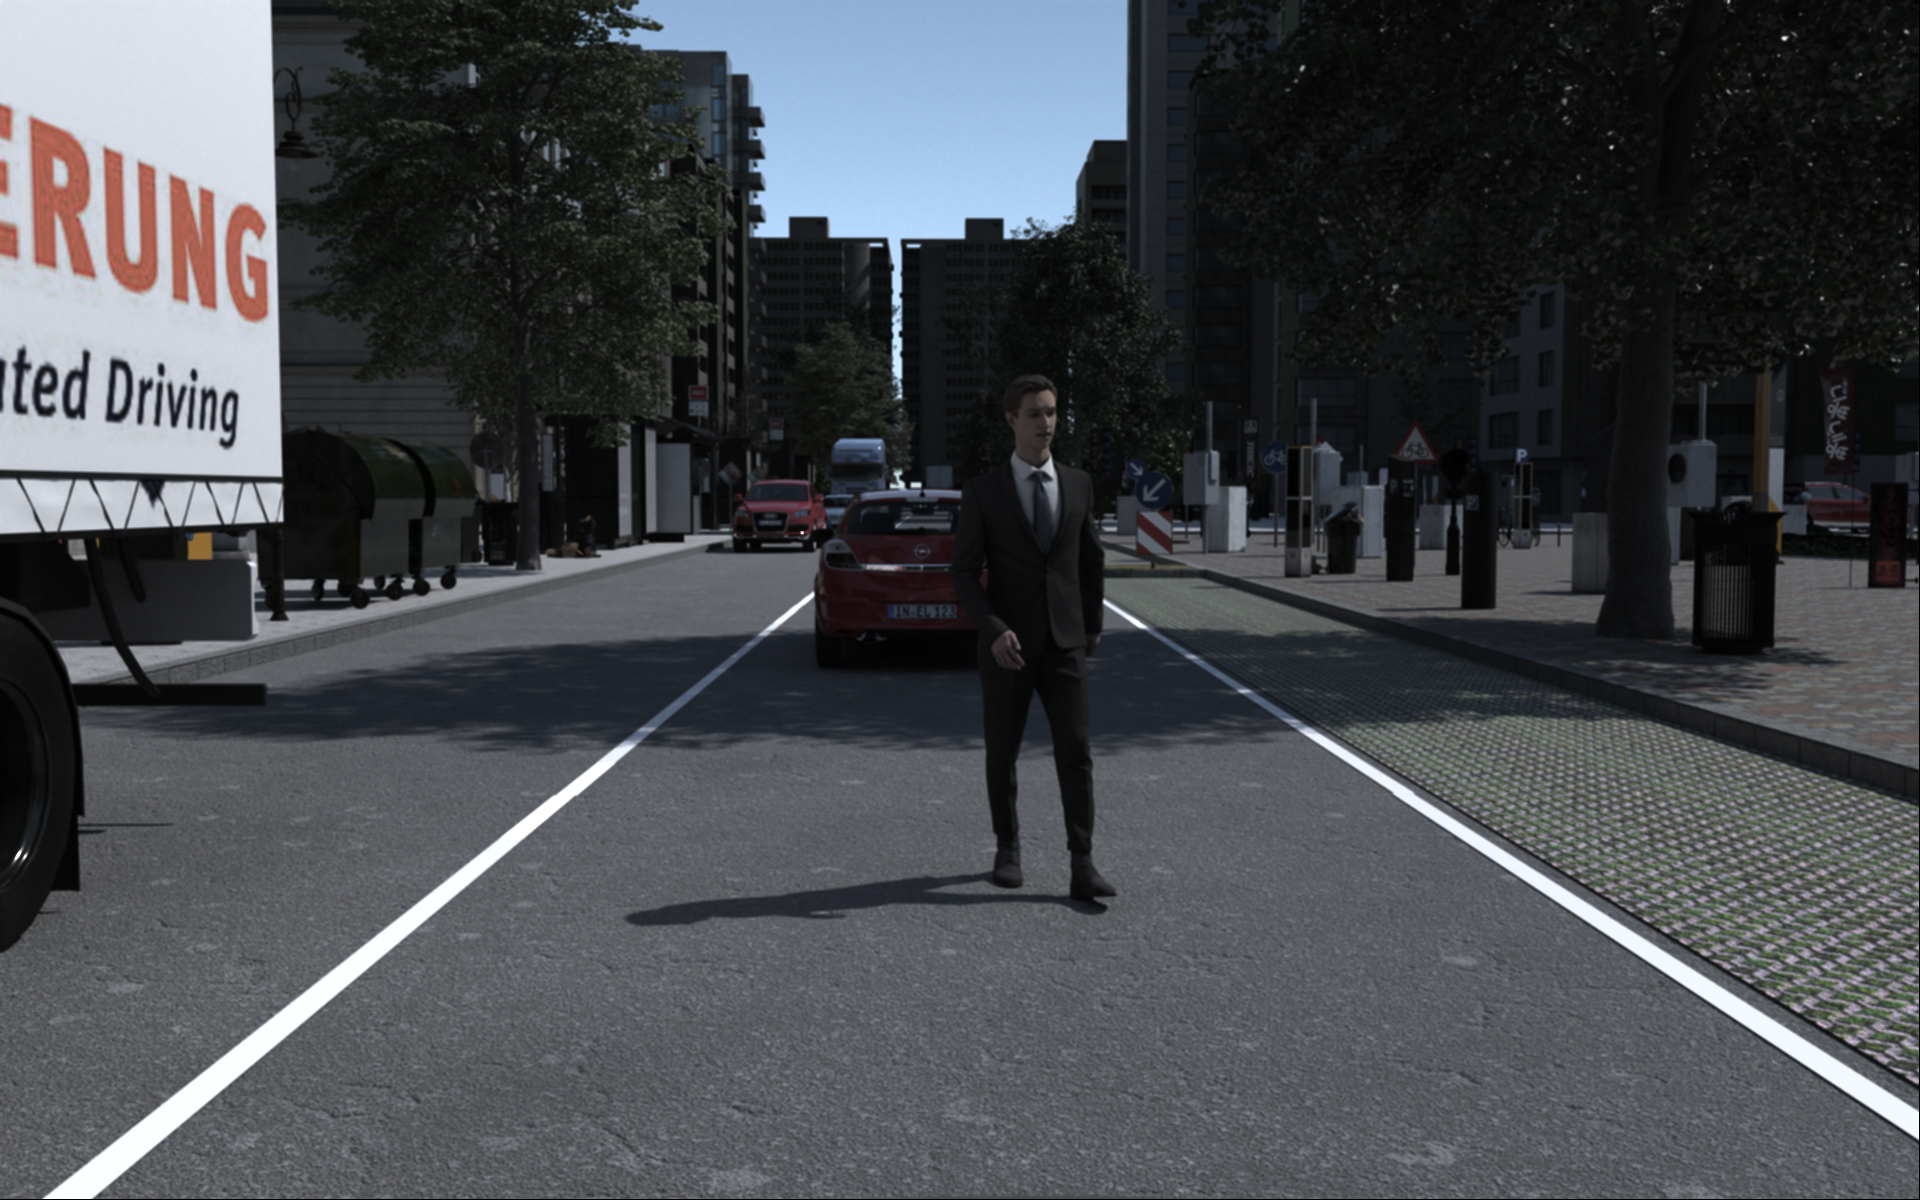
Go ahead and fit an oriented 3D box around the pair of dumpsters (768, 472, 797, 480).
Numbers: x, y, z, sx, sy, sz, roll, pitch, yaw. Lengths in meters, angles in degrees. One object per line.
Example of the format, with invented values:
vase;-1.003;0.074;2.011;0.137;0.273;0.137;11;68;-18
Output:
pair of dumpsters;-7.820;-4.517;76.340;1.574;2.255;4.437;0;4;-1

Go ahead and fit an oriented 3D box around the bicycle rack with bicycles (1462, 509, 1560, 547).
bicycle rack with bicycles;13.540;-1.802;42.844;2.852;0.926;2.925;0;4;-2

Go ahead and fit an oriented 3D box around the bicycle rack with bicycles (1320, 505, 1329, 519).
bicycle rack with bicycles;17.936;-4.461;86.321;2.925;0.926;2.852;-3;5;-43

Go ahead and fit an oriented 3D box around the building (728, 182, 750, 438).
building;-26.860;-23.548;156.713;14.160;30.474;14.107;0;4;-1

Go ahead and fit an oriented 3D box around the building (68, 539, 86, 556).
building;-26.813;-11.095;36.154;16.860;20.320;10.420;0;4;-1

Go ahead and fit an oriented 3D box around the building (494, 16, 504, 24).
building;-73.295;-48.941;238.434;20.611;71.187;20.563;0;4;-1

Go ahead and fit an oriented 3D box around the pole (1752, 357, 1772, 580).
pole;11.940;-1.955;25.811;0.158;3.312;0.155;0;3;0

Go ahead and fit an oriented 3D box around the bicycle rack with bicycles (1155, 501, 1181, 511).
bicycle rack with bicycles;12.779;-5.493;103.187;2.925;0.926;2.852;0;4;5

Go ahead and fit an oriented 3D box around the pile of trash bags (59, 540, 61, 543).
pile of trash bags;-11.773;-0.693;21.078;1.912;1.369;3.447;0;4;-6

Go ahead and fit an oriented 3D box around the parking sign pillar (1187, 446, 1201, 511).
parking sign pillar;12.458;-6.288;91.288;1.447;3.967;1.447;-1;4;-11

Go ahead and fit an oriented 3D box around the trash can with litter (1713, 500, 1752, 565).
trash can with litter;13.901;-1.220;31.328;0.624;1.170;1.055;0;4;-3

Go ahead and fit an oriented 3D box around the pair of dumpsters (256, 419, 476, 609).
pair of dumpsters;-7.260;-1.146;21.228;1.574;2.255;4.437;0;4;-1

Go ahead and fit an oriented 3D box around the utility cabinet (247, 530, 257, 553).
utility cabinet;-15.622;-1.605;37.400;0.306;1.237;1.020;3;5;44

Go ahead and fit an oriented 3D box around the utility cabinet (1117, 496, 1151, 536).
utility cabinet;5.345;-2.572;53.212;1.020;1.237;0.306;0;4;-2

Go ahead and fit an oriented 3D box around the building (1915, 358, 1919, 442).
building;60.933;-30.410;86.437;27.495;52.752;28.713;0;4;-1

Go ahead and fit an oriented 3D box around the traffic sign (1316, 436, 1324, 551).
traffic sign;8.015;-2.365;38.665;0.884;2.594;0.081;0;4;7

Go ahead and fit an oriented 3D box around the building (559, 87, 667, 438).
building;-26.374;-17.904;110.747;12.078;24.808;19.932;0;4;-1

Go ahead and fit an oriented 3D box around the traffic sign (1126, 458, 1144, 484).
traffic sign;6.280;-3.765;61.656;0.768;2.556;0.104;0;4;7

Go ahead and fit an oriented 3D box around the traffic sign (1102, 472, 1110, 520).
traffic sign;7.205;-5.323;87.133;0.768;2.556;0.104;0;4;8

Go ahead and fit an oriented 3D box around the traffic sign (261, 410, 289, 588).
traffic sign;-9.547;-1.442;23.682;0.768;2.556;0.104;0;4;5

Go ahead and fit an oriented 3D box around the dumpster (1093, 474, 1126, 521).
dumpster;7.155;-4.959;83.578;1.502;2.255;1.985;0;4;-1

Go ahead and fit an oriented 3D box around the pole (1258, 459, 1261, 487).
pole;17.278;-6.489;99.944;0.158;3.312;0.155;0;3;0

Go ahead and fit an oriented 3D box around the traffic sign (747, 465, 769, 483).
traffic sign;-7.107;-3.500;60.866;0.795;2.450;0.064;0;4;-1

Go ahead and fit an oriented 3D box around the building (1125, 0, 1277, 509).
building;25.730;-37.658;157.702;21.231;58.520;28.212;0;4;-1

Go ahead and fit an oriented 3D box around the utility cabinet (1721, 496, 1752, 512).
utility cabinet;21.638;-2.271;48.297;1.020;1.237;0.306;-2;4;-34

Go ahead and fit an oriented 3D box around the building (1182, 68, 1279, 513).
building;22.500;-21.390;121.423;14.160;30.474;14.107;0;4;-1

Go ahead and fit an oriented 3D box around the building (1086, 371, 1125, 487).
building;28.113;-20.938;187.368;27.650;21.520;28.899;0;4;-1

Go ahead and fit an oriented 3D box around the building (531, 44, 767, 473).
building;-36.740;-34.756;187.874;30.456;49.044;23.786;0;4;-1

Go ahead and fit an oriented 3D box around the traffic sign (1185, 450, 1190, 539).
traffic sign;6.501;-3.036;49.650;0.884;2.594;0.081;0;4;7

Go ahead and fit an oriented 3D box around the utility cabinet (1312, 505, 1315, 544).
utility cabinet;8.818;-2.199;44.636;0.318;1.500;1.173;0;4;-6

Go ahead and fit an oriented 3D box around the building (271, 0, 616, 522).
building;-27.623;-15.439;85.717;16.112;22.955;30.059;0;4;-1

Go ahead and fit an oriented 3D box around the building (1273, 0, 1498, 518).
building;25.125;-25.412;99.073;14.154;41.232;14.086;0;4;-1

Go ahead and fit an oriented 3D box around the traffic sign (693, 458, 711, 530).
traffic sign;-9.223;-3.753;61.473;0.768;2.556;0.104;0;4;4

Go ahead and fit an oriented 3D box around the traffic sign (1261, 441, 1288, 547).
traffic sign;7.637;-2.551;41.821;0.768;2.556;0.104;0;4;5

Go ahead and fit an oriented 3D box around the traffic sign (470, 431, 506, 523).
traffic sign;-9.600;-2.145;35.182;0.768;2.556;0.104;1;4;9

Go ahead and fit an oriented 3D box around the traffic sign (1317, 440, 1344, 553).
traffic sign;7.877;-2.216;37.419;0.795;2.450;0.064;0;4;2

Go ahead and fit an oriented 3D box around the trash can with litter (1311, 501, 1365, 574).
trash can with litter;5.919;-1.007;27.852;1.055;1.170;0.624;0;4;-3

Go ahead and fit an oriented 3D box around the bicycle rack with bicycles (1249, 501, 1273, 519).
bicycle rack with bicycles;14.672;-4.586;88.366;2.925;0.926;2.852;-1;4;-21

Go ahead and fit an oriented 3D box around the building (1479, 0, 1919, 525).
building;32.268;-18.667;76.910;14.107;30.474;14.160;0;4;-1

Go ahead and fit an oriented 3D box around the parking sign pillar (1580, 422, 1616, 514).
parking sign pillar;22.893;-4.489;61.869;1.447;3.967;1.447;-1;4;-9

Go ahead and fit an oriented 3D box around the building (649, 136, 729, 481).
building;-27.300;-22.686;142.624;14.160;30.474;14.107;0;4;-1

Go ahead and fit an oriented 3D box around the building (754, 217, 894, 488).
building;-21.422;-33.867;245.610;23.993;40.220;32.217;0;4;-1

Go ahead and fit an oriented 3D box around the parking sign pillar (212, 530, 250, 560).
parking sign pillar;-14.544;-2.751;33.454;1.447;3.967;1.447;0;4;-1

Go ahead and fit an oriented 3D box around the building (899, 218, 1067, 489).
building;3.410;-33.943;246.846;23.993;40.220;32.217;0;4;-1

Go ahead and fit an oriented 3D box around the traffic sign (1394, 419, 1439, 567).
traffic sign;7.928;-1.848;30.223;0.884;2.594;0.081;1;4;8

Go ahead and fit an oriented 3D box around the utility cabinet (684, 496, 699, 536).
utility cabinet;-8.607;-2.598;53.637;1.020;1.237;0.306;-2;4;-26

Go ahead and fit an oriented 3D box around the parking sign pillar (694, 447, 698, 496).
parking sign pillar;-14.477;-6.747;98.782;1.447;3.967;1.447;0;4;-7

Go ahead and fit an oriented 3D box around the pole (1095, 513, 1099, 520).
pole;6.731;-5.584;85.134;0.158;3.312;0.155;0;3;0

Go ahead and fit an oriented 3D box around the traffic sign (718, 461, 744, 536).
traffic sign;-6.998;-3.012;52.882;0.795;2.450;0.064;0;4;-1

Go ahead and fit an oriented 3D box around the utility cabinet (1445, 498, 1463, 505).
utility cabinet;25.270;-4.718;88.298;1.020;1.237;0.306;2;4;25

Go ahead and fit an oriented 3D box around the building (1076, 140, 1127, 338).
building;26.864;-37.707;240.211;21.600;48.544;21.300;0;4;-1
